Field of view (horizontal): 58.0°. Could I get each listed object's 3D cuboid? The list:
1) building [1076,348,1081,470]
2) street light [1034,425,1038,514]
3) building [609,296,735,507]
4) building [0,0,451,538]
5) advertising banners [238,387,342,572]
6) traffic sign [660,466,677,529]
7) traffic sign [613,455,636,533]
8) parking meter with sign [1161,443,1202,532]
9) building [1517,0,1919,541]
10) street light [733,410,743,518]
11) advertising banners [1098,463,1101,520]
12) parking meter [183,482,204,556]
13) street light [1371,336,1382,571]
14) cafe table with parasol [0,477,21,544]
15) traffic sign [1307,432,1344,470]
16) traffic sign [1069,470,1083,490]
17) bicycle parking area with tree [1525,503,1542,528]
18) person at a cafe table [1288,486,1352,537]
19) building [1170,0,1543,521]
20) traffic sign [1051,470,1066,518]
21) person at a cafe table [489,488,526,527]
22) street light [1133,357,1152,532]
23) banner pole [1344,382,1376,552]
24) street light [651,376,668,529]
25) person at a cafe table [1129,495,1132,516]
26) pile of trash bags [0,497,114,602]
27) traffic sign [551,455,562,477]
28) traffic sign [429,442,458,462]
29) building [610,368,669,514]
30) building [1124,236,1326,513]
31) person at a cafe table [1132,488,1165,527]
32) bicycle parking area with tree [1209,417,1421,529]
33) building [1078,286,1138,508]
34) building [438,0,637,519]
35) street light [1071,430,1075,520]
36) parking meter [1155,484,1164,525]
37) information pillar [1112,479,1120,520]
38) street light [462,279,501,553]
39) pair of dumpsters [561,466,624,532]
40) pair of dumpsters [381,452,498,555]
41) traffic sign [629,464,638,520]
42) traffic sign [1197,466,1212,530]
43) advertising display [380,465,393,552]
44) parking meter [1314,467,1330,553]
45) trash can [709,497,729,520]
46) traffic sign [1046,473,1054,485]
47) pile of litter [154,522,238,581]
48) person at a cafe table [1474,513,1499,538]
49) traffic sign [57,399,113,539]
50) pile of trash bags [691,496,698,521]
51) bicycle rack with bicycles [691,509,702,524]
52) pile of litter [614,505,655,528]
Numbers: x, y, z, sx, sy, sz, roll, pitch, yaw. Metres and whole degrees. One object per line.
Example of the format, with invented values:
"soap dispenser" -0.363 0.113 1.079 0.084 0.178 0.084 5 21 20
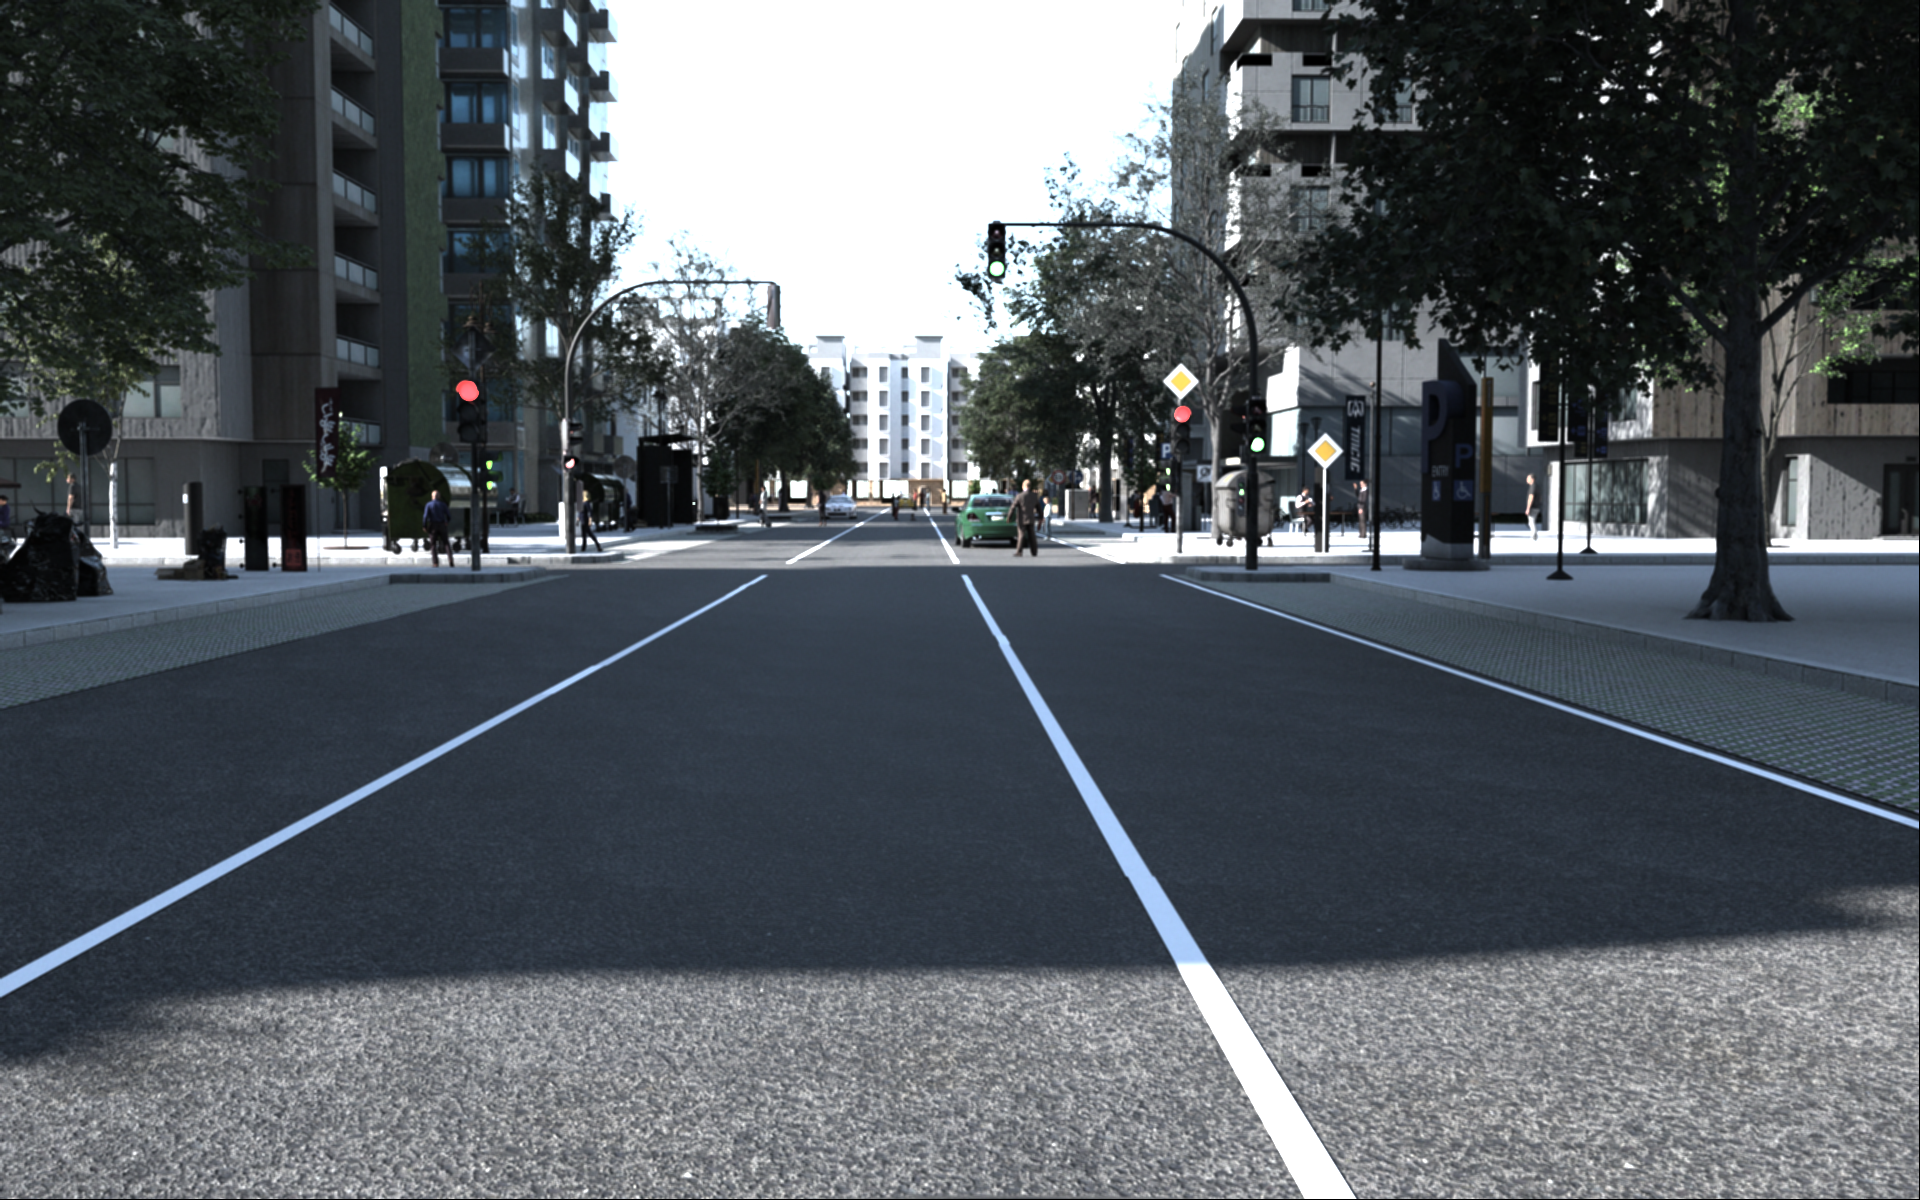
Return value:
"building" 20.003 -19.515 175.493 16.016 20.091 11.380 0 4 -1
"street light" 4.917 -8.493 111.650 0.468 5.910 1.993 0 4 -1
"building" -28.598 -19.312 172.174 11.380 20.091 16.016 0 4 -1
"building" -25.408 -22.719 55.053 14.154 41.232 14.086 0 4 -1
"advertising banners" -11.070 -1.986 28.651 2.074 3.025 0.090 1 4 18
"traffic sign" -10.579 -3.719 62.938 0.606 2.300 0.079 0 3 0
"traffic sign" -11.024 -3.478 56.976 0.768 2.556 0.104 0 4 3
"parking meter with sign" 7.615 -3.858 59.332 0.543 3.016 1.738 3 5 44
"building" 26.298 -17.172 52.463 14.107 30.474 14.160 0 4 -1
"street light" -11.724 -7.238 91.126 0.468 5.910 1.993 0 4 -1
"advertising banners" 7.070 -5.593 87.637 0.090 3.025 2.074 0 4 8
"parking meter" -16.030 -1.701 36.229 0.372 1.533 0.369 0 3 0
"street light" 6.989 -3.432 28.907 0.468 5.910 1.993 0 4 -1
"cafe table with parasol" -25.143 -2.406 44.208 2.610 1.966 2.610 1 4 21
"traffic sign" 7.806 -2.277 36.959 0.795 2.593 0.064 0 4 0
"traffic sign" 6.078 -5.538 90.657 0.768 2.556 0.104 0 4 7
"bicycle parking area with tree" 26.519 -4.806 65.580 9.016 4.147 8.231 -2 4 -33
"person at a cafe table" 10.735 -2.684 52.393 1.622 1.524 1.698 3 5 40
"building" 27.012 -31.008 96.218 28.713 52.752 27.495 0 4 -1
"traffic sign" 5.205 -5.582 91.377 0.768 2.556 0.104 0 4 4
"person at a cafe table" -17.658 -3.602 67.400 1.698 1.524 1.622 2 4 33
"street light" 6.170 -5.255 58.708 0.468 5.910 1.993 0 4 -1
"banner pole" 8.966 -2.974 38.646 0.863 3.779 0.401 -1 4 -10
"street light" -11.046 -5.572 63.893 0.468 5.910 1.993 0 4 -1
"person at a cafe table" 10.565 -5.774 102.916 1.698 1.524 1.622 2 4 31
"pile of trash bags" -11.512 -0.658 20.508 1.912 1.369 3.447 0 4 -6
"traffic sign" -12.868 -3.448 56.115 0.795 2.593 0.064 0 4 5
"traffic sign" -12.719 -2.605 42.705 0.768 2.556 0.104 0 4 4
"building" -25.634 -11.258 126.220 9.099 9.664 28.070 0 4 -1
"building" 20.834 -16.899 132.714 16.016 20.091 11.380 0 4 -1
"person at a cafe table" 8.046 -3.672 68.546 1.698 1.524 1.622 3 4 36
"bicycle parking area with tree" 13.750 -4.915 67.357 9.016 4.147 8.231 1 4 20
"building" 20.581 -17.596 154.145 16.747 18.905 31.486 0 4 -1
"building" -31.116 -29.036 94.347 23.786 49.044 30.456 0 4 -1
"street light" 5.565 -6.872 85.143 0.468 5.910 1.993 0 4 -1
"parking meter" 8.368 -4.072 72.282 0.399 1.863 0.255 -2 4 -28
"information pillar" 7.620 -4.891 84.465 0.304 2.012 0.304 -2 4 -24
"street light" -10.307 -3.956 37.461 0.468 5.910 1.993 0 4 -1
"pair of dumpsters" -12.632 -3.495 59.631 1.574 2.255 4.437 0 4 -2
"pair of dumpsters" -11.583 -2.212 38.655 1.574 2.255 4.437 0 4 -2
"traffic sign" -13.689 -4.476 73.283 0.768 2.556 0.104 0 4 2
"traffic sign" 8.646 -3.606 61.084 0.606 2.300 0.079 0 4 6
"advertising display" -12.894 -2.063 38.947 0.123 1.923 0.974 -2 4 -27
"parking meter" 7.932 -1.970 37.919 0.255 1.863 0.399 2 4 26
"trash can" -11.717 -4.494 85.136 0.748 1.137 0.748 0 3 0
"traffic sign" 5.751 -6.627 108.079 0.795 2.593 0.064 0 4 5
"pile of litter" -11.539 -0.745 26.150 1.176 0.858 1.719 -1 4 -22
"person at a cafe table" 15.105 -2.624 51.425 1.622 1.524 1.698 1 4 21
"traffic sign" -11.695 -1.410 23.157 0.768 2.556 0.104 0 4 4
"pile of trash bags" -13.111 -4.437 82.292 1.912 1.369 3.447 -1 4 -12
"bicycle rack with bicycles" -12.451 -3.761 74.880 2.925 0.926 2.852 -1 4 -20
"pile of litter" -12.339 -3.154 65.529 1.719 0.858 1.176 0 4 1
